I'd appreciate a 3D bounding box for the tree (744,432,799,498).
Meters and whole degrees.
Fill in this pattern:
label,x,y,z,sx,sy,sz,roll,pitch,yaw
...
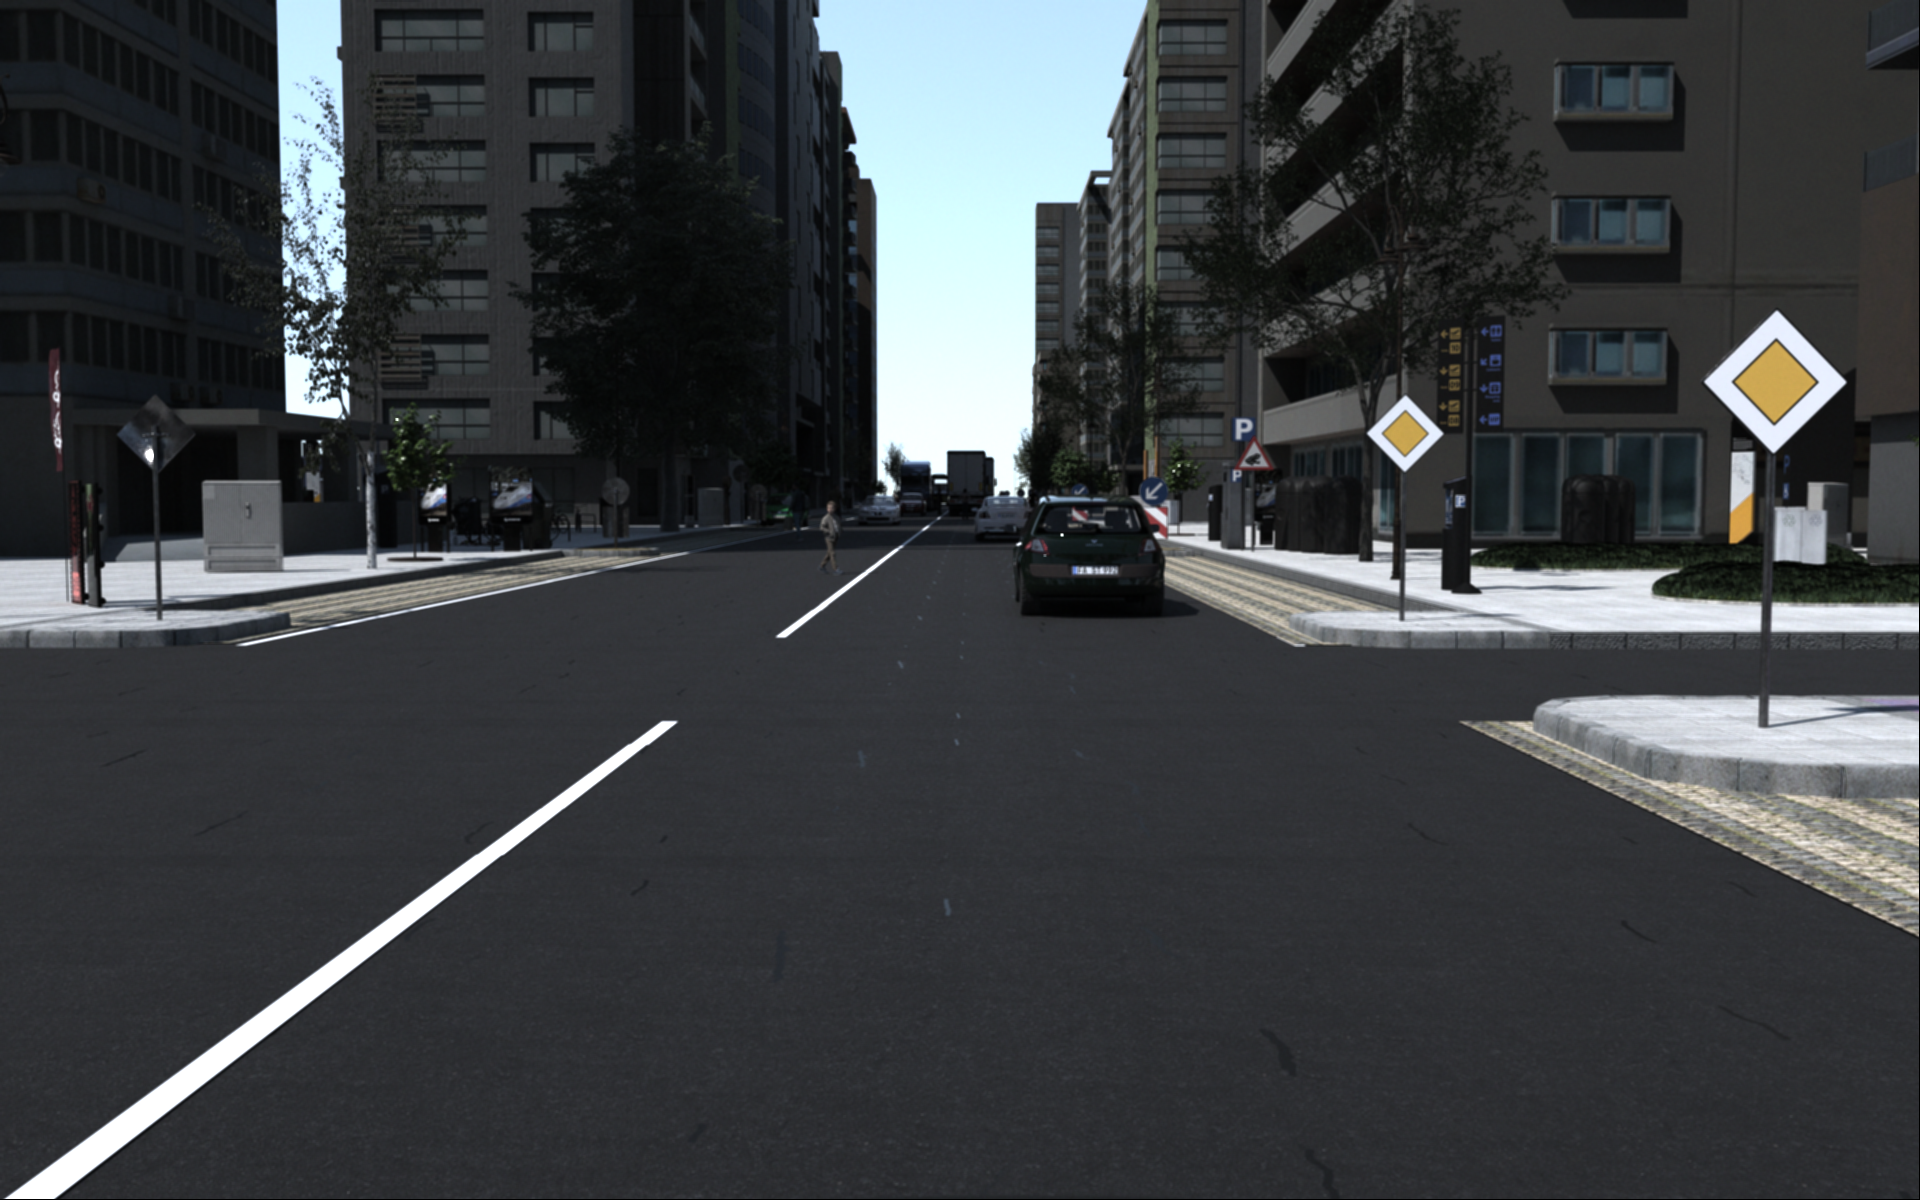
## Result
label,x,y,z,sx,sy,sz,roll,pitch,yaw
tree,-9.847,-6.471,89.513,4.285,4.588,4.351,0,3,0

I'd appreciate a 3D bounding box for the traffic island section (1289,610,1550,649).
label,x,y,z,sx,sy,sz,roll,pitch,yaw
traffic island section,4.486,0.291,17.517,2.009,0.180,2.903,0,4,0

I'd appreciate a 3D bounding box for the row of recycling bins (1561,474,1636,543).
label,x,y,z,sx,sy,sz,roll,pitch,yaw
row of recycling bins,13.585,-1.809,36.695,1.069,1.692,3.534,2,4,34

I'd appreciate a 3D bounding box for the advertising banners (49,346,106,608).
label,x,y,z,sx,sy,sz,roll,pitch,yaw
advertising banners,-10.300,-1.466,20.158,0.090,3.025,2.074,-3,5,-40

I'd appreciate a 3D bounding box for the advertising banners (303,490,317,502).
label,x,y,z,sx,sy,sz,roll,pitch,yaw
advertising banners,-20.940,-3.514,53.648,2.074,3.025,0.090,0,4,5

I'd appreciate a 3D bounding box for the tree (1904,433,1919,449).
label,x,y,z,sx,sy,sz,roll,pitch,yaw
tree,14.841,-1.865,25.087,1.663,3.219,1.824,0,3,0

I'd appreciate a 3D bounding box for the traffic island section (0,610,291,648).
label,x,y,z,sx,sy,sz,roll,pitch,yaw
traffic island section,-8.155,0.286,17.601,2.009,0.180,2.903,0,4,0

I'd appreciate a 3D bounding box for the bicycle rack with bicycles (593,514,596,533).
label,x,y,z,sx,sy,sz,roll,pitch,yaw
bicycle rack with bicycles,-13.306,-2.695,57.441,2.852,0.926,2.925,-2,4,-27

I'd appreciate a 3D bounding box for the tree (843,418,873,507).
label,x,y,z,sx,sy,sz,roll,pitch,yaw
tree,-10.338,-13.286,167.593,4.360,8.622,3.978,0,3,0

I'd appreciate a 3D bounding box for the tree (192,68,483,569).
label,x,y,z,sx,sy,sz,roll,pitch,yaw
tree,-10.355,-4.842,29.536,4.360,8.622,3.978,0,3,0

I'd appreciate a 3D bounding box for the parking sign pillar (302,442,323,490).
label,x,y,z,sx,sy,sz,roll,pitch,yaw
parking sign pillar,-33.211,-6.159,89.179,1.447,3.967,1.447,0,4,2

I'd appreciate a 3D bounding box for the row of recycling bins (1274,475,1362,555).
label,x,y,z,sx,sy,sz,roll,pitch,yaw
row of recycling bins,7.903,-1.909,38.332,1.069,1.692,3.534,-1,4,-12

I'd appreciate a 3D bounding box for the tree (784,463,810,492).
label,x,y,z,sx,sy,sz,roll,pitch,yaw
tree,-9.893,-6.786,105.550,1.663,3.219,1.824,0,3,0

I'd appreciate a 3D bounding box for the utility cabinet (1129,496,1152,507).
label,x,y,z,sx,sy,sz,roll,pitch,yaw
utility cabinet,6.713,-3.230,63.975,1.020,1.237,0.306,3,5,43

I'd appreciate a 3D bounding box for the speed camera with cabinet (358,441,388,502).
label,x,y,z,sx,sy,sz,roll,pitch,yaw
speed camera with cabinet,-19.121,-3.699,54.821,2.038,3.252,0.660,1,4,12

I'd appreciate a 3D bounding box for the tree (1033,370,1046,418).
label,x,y,z,sx,sy,sz,roll,pitch,yaw
tree,6.689,-8.456,72.663,8.767,10.594,7.601,2,4,29

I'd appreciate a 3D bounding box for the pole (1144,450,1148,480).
label,x,y,z,sx,sy,sz,roll,pitch,yaw
pole,8.622,-5.293,80.380,0.158,3.312,0.155,0,3,0

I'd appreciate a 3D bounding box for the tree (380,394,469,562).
label,x,y,z,sx,sy,sz,roll,pitch,yaw
tree,-10.522,-2.355,33.111,1.663,3.219,1.824,0,3,0

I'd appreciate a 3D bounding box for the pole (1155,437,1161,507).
label,x,y,z,sx,sy,sz,roll,pitch,yaw
pole,7.030,-4.140,61.525,0.158,3.312,0.155,0,3,0

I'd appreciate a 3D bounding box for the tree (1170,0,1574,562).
label,x,y,z,sx,sy,sz,roll,pitch,yaw
tree,7.479,-5.994,32.416,8.767,10.594,7.601,3,5,42

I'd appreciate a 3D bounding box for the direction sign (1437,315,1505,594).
label,x,y,z,sx,sy,sz,roll,pitch,yaw
direction sign,6.550,-1.853,22.291,0.876,3.537,0.379,3,5,39

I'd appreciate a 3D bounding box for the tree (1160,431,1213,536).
label,x,y,z,sx,sy,sz,roll,pitch,yaw
tree,6.715,-3.596,53.399,1.663,3.219,1.824,0,3,0

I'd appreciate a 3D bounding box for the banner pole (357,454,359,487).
label,x,y,z,sx,sy,sz,roll,pitch,yaw
banner pole,-26.371,-5.253,75.905,0.401,3.779,0.863,-3,5,-42

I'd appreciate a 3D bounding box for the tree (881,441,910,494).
label,x,y,z,sx,sy,sz,roll,pitch,yaw
tree,-8.892,-18.321,249.905,4.737,8.622,4.395,0,3,0

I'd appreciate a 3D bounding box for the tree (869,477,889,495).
label,x,y,z,sx,sy,sz,roll,pitch,yaw
tree,-9.438,-12.154,193.317,1.663,3.219,1.824,0,3,0

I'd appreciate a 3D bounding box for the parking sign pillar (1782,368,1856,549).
label,x,y,z,sx,sy,sz,roll,pitch,yaw
parking sign pillar,18.434,-2.980,37.194,1.447,3.967,1.447,0,4,7

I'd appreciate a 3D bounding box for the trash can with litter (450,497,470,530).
label,x,y,z,sx,sy,sz,roll,pitch,yaw
trash can with litter,-18.046,-3.097,62.025,1.055,1.170,0.624,1,4,19

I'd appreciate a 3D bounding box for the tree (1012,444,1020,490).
label,x,y,z,sx,sy,sz,roll,pitch,yaw
tree,7.500,-14.144,181.623,4.737,8.622,4.395,0,3,0

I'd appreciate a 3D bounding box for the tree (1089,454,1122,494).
label,x,y,z,sx,sy,sz,roll,pitch,yaw
tree,7.026,-5.494,84.422,1.663,3.219,1.824,0,3,0

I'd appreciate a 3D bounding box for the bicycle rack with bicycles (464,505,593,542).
label,x,y,z,sx,sy,sz,roll,pitch,yaw
bicycle rack with bicycles,-12.031,-2.055,46.977,2.925,0.926,2.852,-3,5,-40

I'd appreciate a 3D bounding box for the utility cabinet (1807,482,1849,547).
label,x,y,z,sx,sy,sz,roll,pitch,yaw
utility cabinet,16.455,-1.477,32.836,1.173,1.500,0.318,-3,5,-42

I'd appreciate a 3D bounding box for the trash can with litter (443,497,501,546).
label,x,y,z,sx,sy,sz,roll,pitch,yaw
trash can with litter,-11.959,-1.955,43.027,1.678,1.210,2.233,-3,5,-45

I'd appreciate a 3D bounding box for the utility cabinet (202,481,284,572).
label,x,y,z,sx,sy,sz,roll,pitch,yaw
utility cabinet,-11.749,-1.205,28.385,1.173,1.500,0.318,-1,4,-14

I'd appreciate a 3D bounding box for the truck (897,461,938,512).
label,x,y,z,sx,sy,sz,roll,pitch,yaw
truck,-3.368,-9.623,147.092,2.967,4.110,18.799,0,4,2

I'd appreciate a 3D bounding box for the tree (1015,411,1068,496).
label,x,y,z,sx,sy,sz,roll,pitch,yaw
tree,7.153,-12.128,148.647,4.360,8.622,3.978,0,3,0

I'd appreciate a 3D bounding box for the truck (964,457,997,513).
label,x,y,z,sx,sy,sz,roll,pitch,yaw
truck,1.440,-9.031,136.565,2.839,4.237,11.283,0,4,2

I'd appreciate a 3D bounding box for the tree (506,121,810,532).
label,x,y,z,sx,sy,sz,roll,pitch,yaw
tree,-9.990,-9.289,58.525,9.857,13.997,8.962,0,3,0

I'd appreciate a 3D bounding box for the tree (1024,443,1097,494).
label,x,y,z,sx,sy,sz,roll,pitch,yaw
tree,7.150,-7.813,111.456,4.285,4.588,4.351,0,3,0

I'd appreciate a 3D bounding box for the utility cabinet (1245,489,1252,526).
label,x,y,z,sx,sy,sz,roll,pitch,yaw
utility cabinet,11.284,-3.689,68.986,0.318,1.500,1.173,3,4,37

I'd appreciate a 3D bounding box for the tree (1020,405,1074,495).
label,x,y,z,sx,sy,sz,roll,pitch,yaw
tree,7.282,-11.571,139.544,4.737,8.622,4.395,0,3,0

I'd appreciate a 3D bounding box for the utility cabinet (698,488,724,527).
label,x,y,z,sx,sy,sz,roll,pitch,yaw
utility cabinet,-9.732,-3.610,67.695,0.318,1.500,1.173,2,4,34

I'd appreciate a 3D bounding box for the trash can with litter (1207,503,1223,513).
label,x,y,z,sx,sy,sz,roll,pitch,yaw
trash can with litter,9.571,-3.173,63.271,1.055,1.170,0.624,0,4,-1
